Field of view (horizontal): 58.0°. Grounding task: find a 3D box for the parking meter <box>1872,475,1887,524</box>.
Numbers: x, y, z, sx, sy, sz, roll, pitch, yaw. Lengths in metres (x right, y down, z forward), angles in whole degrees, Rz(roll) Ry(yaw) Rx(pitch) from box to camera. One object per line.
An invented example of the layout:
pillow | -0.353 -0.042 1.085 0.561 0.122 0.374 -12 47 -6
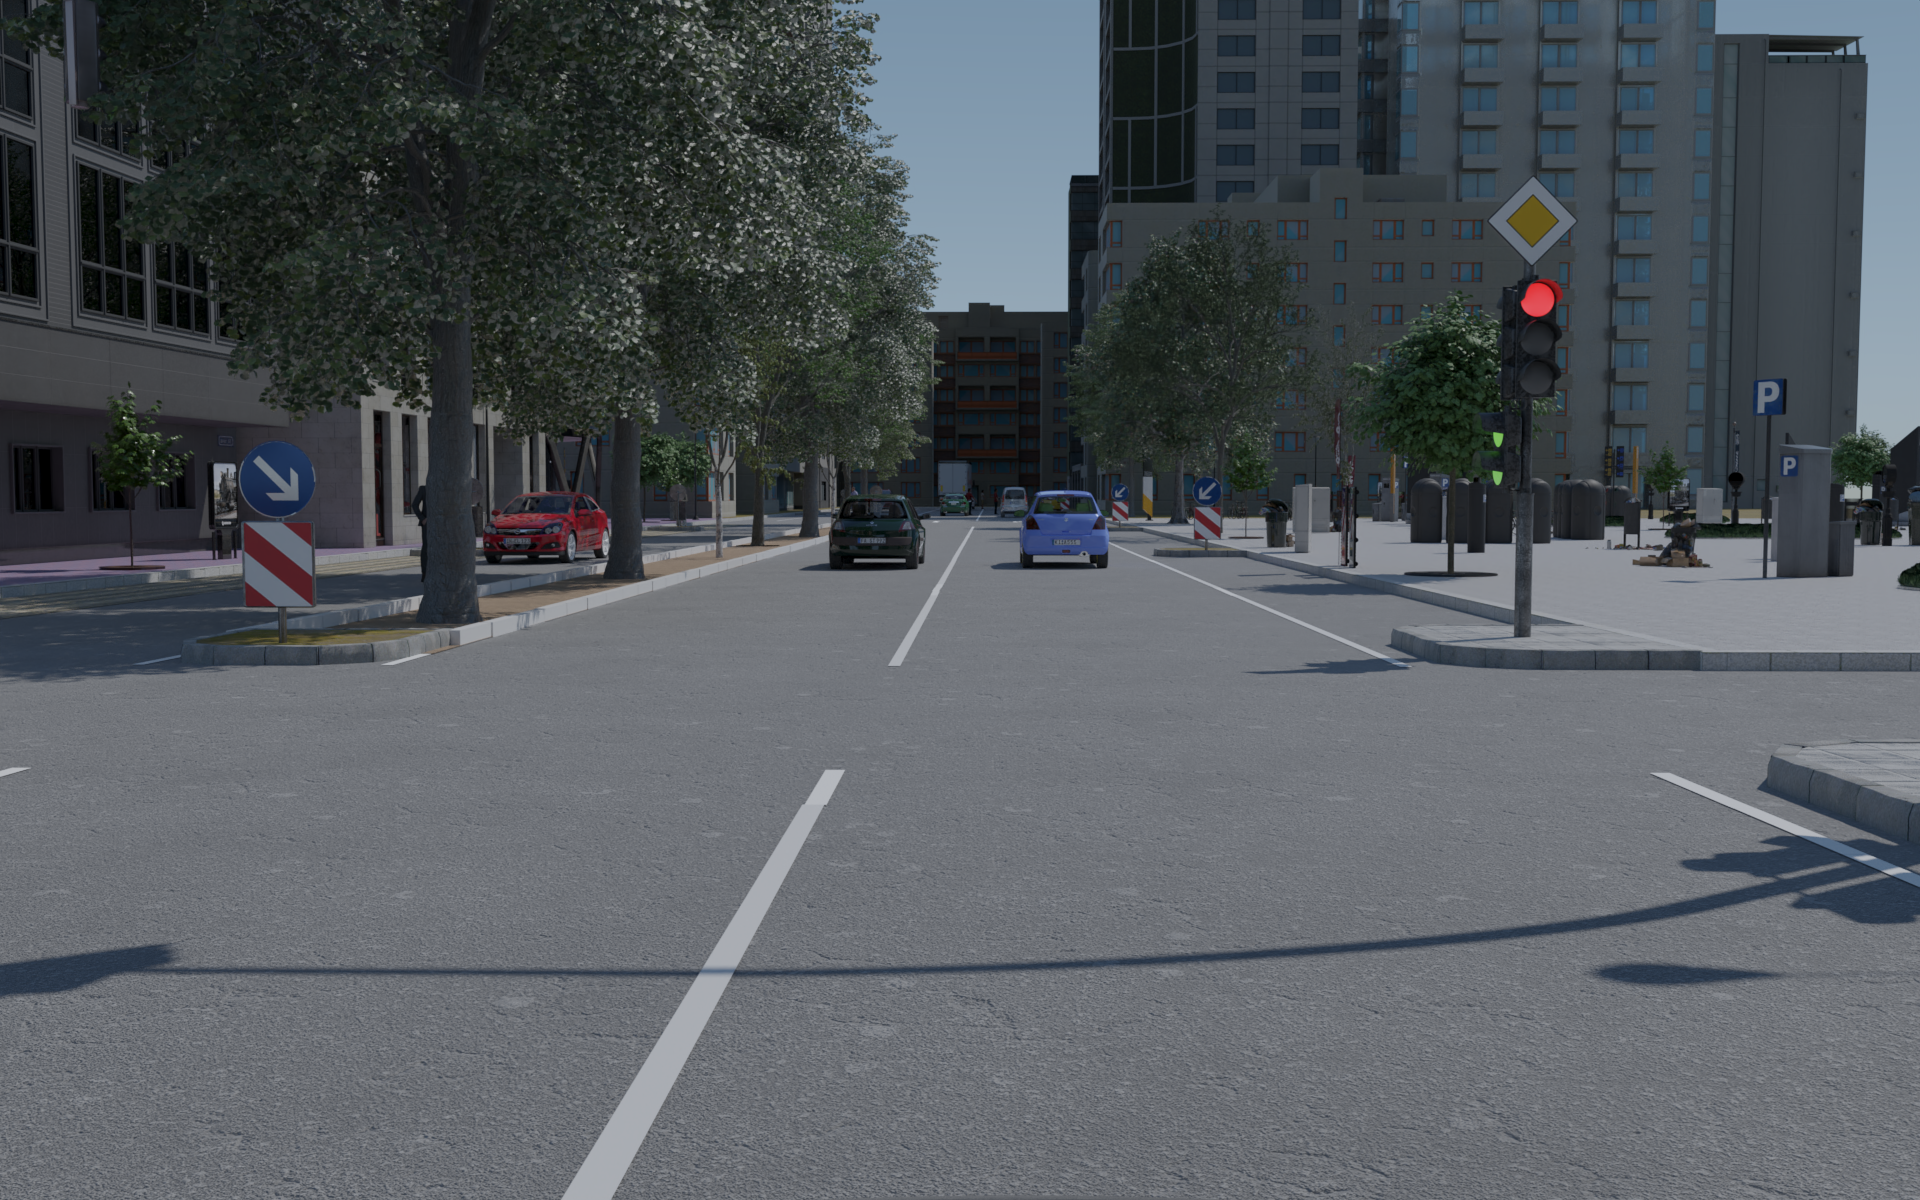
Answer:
parking meter | 27.615 -2.833 52.038 0.399 1.863 0.255 -2 4 -25

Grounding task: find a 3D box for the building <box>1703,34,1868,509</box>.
building | 71.840 -29.009 157.890 14.086 41.232 14.154 0 4 1

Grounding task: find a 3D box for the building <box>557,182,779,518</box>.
building | -26.682 -15.948 105.791 27.650 21.520 28.899 0 4 1

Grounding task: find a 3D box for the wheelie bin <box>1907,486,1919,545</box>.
wheelie bin | 24.053 -2.164 43.287 0.693 1.594 0.980 1 4 20

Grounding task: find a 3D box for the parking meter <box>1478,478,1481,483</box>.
parking meter | 18.483 -3.456 62.212 0.399 1.863 0.255 2 4 32

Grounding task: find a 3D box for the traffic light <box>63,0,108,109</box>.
traffic light | -10.229 -2.513 15.756 4.771 5.953 1.251 0 4 1

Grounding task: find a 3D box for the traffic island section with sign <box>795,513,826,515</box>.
traffic island section with sign | -10.147 -6.686 117.944 1.989 1.847 2.006 0 4 1

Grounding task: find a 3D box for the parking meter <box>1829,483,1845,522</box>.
parking meter | 20.637 -1.983 40.838 0.372 1.533 0.369 0 3 0

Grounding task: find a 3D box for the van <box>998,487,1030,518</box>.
van | 3.324 -6.080 106.411 2.013 2.044 4.112 0 4 1

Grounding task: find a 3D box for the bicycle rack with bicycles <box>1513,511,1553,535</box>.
bicycle rack with bicycles | 18.109 -2.496 54.200 2.925 0.926 2.852 3 5 42

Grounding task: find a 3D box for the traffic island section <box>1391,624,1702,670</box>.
traffic island section | 5.076 0.411 15.569 2.009 0.180 2.903 0 4 1

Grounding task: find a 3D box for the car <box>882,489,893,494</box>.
car | -6.116 -7.721 134.915 2.281 1.827 5.304 0 4 2

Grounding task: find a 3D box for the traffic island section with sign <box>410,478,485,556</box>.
traffic island section with sign | -11.573 -1.949 40.488 1.989 1.847 2.006 0 4 1

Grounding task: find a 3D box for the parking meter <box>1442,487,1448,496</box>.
parking meter | 15.277 -2.809 54.336 0.372 1.533 0.369 0 3 0

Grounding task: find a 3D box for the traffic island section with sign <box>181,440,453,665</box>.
traffic island section with sign | -5.810 -0.446 15.430 2.006 1.907 1.989 0 4 1

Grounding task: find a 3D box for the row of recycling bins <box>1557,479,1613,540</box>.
row of recycling bins | 17.751 -2.613 49.829 1.069 1.692 3.534 1 4 9

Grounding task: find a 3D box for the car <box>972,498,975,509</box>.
car | 0.481 -9.293 164.294 2.083 1.381 4.827 0 4 1

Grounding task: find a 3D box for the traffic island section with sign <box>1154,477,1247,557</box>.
traffic island section with sign | 5.529 -1.929 40.163 1.989 1.847 2.006 0 4 1

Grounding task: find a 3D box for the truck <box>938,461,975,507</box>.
truck | -0.317 -9.943 151.485 2.839 4.237 11.283 0 4 3

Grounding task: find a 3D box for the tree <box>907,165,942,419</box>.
tree | -5.019 -9.065 57.329 9.857 13.997 8.962 0 3 0

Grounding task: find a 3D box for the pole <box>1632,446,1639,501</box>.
pole | 28.748 -4.887 73.743 0.158 3.312 0.155 0 3 0

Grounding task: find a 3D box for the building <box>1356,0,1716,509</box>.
building | 49.484 -32.639 153.252 30.456 49.044 23.786 0 4 1

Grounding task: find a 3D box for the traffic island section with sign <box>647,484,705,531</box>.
traffic island section with sign | -11.071 -3.618 67.790 1.989 1.847 2.006 0 4 1

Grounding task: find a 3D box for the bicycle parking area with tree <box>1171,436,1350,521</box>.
bicycle parking area with tree | 15.137 -6.091 86.597 8.231 4.147 9.016 3 5 39

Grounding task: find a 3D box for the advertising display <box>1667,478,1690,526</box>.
advertising display | 28.974 -3.953 69.844 0.974 1.923 0.123 -1 4 -16

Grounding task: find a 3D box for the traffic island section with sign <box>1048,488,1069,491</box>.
traffic island section with sign | 6.958 -6.647 117.306 1.989 1.847 2.006 0 4 1

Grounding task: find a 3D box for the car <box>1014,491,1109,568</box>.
car | 2.051 -1.540 34.771 1.945 1.707 3.694 0 4 1

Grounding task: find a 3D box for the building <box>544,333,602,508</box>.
building | -22.565 -12.133 65.830 16.820 18.784 16.811 0 4 1

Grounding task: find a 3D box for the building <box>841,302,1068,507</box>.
building | 2.968 -20.994 188.285 28.899 21.520 27.650 0 4 1

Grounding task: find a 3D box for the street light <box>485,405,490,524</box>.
street light | -13.282 -4.774 50.592 1.470 5.913 1.316 0 4 1

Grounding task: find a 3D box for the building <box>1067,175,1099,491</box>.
building | 16.832 -23.699 159.177 14.160 30.474 14.107 0 4 1

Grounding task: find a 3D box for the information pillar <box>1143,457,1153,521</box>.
information pillar | 9.023 -5.613 83.119 0.504 3.616 0.183 -1 4 -20

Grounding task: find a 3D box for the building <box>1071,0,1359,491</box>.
building | 19.911 -42.954 140.548 20.563 71.187 20.611 0 4 1

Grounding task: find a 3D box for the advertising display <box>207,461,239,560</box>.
advertising display | -14.468 -1.762 34.024 0.123 1.923 0.974 0 4 4

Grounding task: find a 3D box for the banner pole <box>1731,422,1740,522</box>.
banner pole | 26.932 -4.291 60.179 0.401 3.779 0.863 0 4 8

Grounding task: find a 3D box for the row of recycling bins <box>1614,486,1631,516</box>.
row of recycling bins | 32.337 -4.835 86.168 1.069 1.692 3.534 0 4 -3

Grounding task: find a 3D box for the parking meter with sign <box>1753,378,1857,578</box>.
parking meter with sign | 13.043 -1.861 26.684 1.738 3.016 0.543 -2 4 -24

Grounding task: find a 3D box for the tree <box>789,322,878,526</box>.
tree | -4.785 -6.864 65.052 4.360 8.622 3.978 0 3 0

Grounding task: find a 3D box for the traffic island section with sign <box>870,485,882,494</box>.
traffic island section with sign | -4.430 -5.041 90.556 2.006 1.907 1.989 0 4 1

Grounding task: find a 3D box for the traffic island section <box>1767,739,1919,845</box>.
traffic island section | 4.929 0.899 7.585 2.009 0.180 2.903 0 4 1

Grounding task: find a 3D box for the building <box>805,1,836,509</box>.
building | -22.485 -43.893 155.895 20.611 71.187 20.563 0 4 1

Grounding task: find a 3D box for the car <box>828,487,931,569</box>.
car | -1.607 -1.509 34.451 2.009 1.686 4.222 0 4 1

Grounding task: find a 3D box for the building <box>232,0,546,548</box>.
building | -19.118 -11.868 48.787 10.420 20.320 16.860 0 4 1

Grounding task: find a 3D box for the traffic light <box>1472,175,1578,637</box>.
traffic light | 5.037 -1.623 15.456 0.839 4.253 0.868 0 4 1

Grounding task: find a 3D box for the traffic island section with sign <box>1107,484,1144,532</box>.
traffic island section with sign | 6.040 -3.577 67.114 1.989 1.847 2.006 0 4 1

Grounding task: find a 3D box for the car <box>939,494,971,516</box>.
car | -0.334 -6.180 112.842 2.131 1.459 4.920 0 4 2

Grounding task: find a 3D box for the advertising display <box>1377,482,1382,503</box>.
advertising display | 21.820 -5.175 89.825 0.123 1.923 0.974 0 4 0

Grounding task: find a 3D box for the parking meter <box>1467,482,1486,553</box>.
parking meter | 11.283 -1.799 37.823 0.372 1.533 0.369 0 3 0

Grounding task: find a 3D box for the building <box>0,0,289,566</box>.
building | -22.504 -14.328 27.766 14.314 27.812 24.014 0 4 1

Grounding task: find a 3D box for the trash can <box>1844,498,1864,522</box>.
trash can | 30.070 -2.863 58.458 0.748 1.137 0.748 0 3 0

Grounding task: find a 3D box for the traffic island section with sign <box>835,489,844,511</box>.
traffic island section with sign | -9.648 -8.348 145.118 1.989 1.847 2.006 0 4 1

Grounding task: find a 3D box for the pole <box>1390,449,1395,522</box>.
pole | 19.733 -5.206 78.960 0.158 3.312 0.155 0 3 0

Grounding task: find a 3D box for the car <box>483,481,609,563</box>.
car | -8.849 -1.722 37.196 2.155 1.783 4.494 0 4 3

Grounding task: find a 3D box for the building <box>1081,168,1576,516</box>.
building | 22.806 -16.652 117.298 27.650 21.520 28.899 0 4 1

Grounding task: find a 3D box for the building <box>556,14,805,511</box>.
building | -23.328 -30.973 130.111 21.300 48.544 21.600 0 4 1

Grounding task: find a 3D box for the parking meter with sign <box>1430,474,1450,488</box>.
parking meter with sign | 18.048 -4.213 65.138 0.543 3.016 1.738 -1 4 -22

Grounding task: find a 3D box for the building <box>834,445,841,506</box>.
building | -27.002 -21.026 188.812 28.899 21.520 27.650 0 4 1

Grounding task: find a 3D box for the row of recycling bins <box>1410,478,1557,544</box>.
row of recycling bins | 13.614 -2.335 45.296 3.534 1.692 1.069 1 4 12

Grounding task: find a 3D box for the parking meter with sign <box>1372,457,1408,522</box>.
parking meter with sign | 20.025 -5.159 80.605 0.543 3.016 1.738 -3 5 -43

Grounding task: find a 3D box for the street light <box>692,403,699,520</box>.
street light | -12.543 -6.914 85.578 1.470 5.913 1.316 0 4 1
